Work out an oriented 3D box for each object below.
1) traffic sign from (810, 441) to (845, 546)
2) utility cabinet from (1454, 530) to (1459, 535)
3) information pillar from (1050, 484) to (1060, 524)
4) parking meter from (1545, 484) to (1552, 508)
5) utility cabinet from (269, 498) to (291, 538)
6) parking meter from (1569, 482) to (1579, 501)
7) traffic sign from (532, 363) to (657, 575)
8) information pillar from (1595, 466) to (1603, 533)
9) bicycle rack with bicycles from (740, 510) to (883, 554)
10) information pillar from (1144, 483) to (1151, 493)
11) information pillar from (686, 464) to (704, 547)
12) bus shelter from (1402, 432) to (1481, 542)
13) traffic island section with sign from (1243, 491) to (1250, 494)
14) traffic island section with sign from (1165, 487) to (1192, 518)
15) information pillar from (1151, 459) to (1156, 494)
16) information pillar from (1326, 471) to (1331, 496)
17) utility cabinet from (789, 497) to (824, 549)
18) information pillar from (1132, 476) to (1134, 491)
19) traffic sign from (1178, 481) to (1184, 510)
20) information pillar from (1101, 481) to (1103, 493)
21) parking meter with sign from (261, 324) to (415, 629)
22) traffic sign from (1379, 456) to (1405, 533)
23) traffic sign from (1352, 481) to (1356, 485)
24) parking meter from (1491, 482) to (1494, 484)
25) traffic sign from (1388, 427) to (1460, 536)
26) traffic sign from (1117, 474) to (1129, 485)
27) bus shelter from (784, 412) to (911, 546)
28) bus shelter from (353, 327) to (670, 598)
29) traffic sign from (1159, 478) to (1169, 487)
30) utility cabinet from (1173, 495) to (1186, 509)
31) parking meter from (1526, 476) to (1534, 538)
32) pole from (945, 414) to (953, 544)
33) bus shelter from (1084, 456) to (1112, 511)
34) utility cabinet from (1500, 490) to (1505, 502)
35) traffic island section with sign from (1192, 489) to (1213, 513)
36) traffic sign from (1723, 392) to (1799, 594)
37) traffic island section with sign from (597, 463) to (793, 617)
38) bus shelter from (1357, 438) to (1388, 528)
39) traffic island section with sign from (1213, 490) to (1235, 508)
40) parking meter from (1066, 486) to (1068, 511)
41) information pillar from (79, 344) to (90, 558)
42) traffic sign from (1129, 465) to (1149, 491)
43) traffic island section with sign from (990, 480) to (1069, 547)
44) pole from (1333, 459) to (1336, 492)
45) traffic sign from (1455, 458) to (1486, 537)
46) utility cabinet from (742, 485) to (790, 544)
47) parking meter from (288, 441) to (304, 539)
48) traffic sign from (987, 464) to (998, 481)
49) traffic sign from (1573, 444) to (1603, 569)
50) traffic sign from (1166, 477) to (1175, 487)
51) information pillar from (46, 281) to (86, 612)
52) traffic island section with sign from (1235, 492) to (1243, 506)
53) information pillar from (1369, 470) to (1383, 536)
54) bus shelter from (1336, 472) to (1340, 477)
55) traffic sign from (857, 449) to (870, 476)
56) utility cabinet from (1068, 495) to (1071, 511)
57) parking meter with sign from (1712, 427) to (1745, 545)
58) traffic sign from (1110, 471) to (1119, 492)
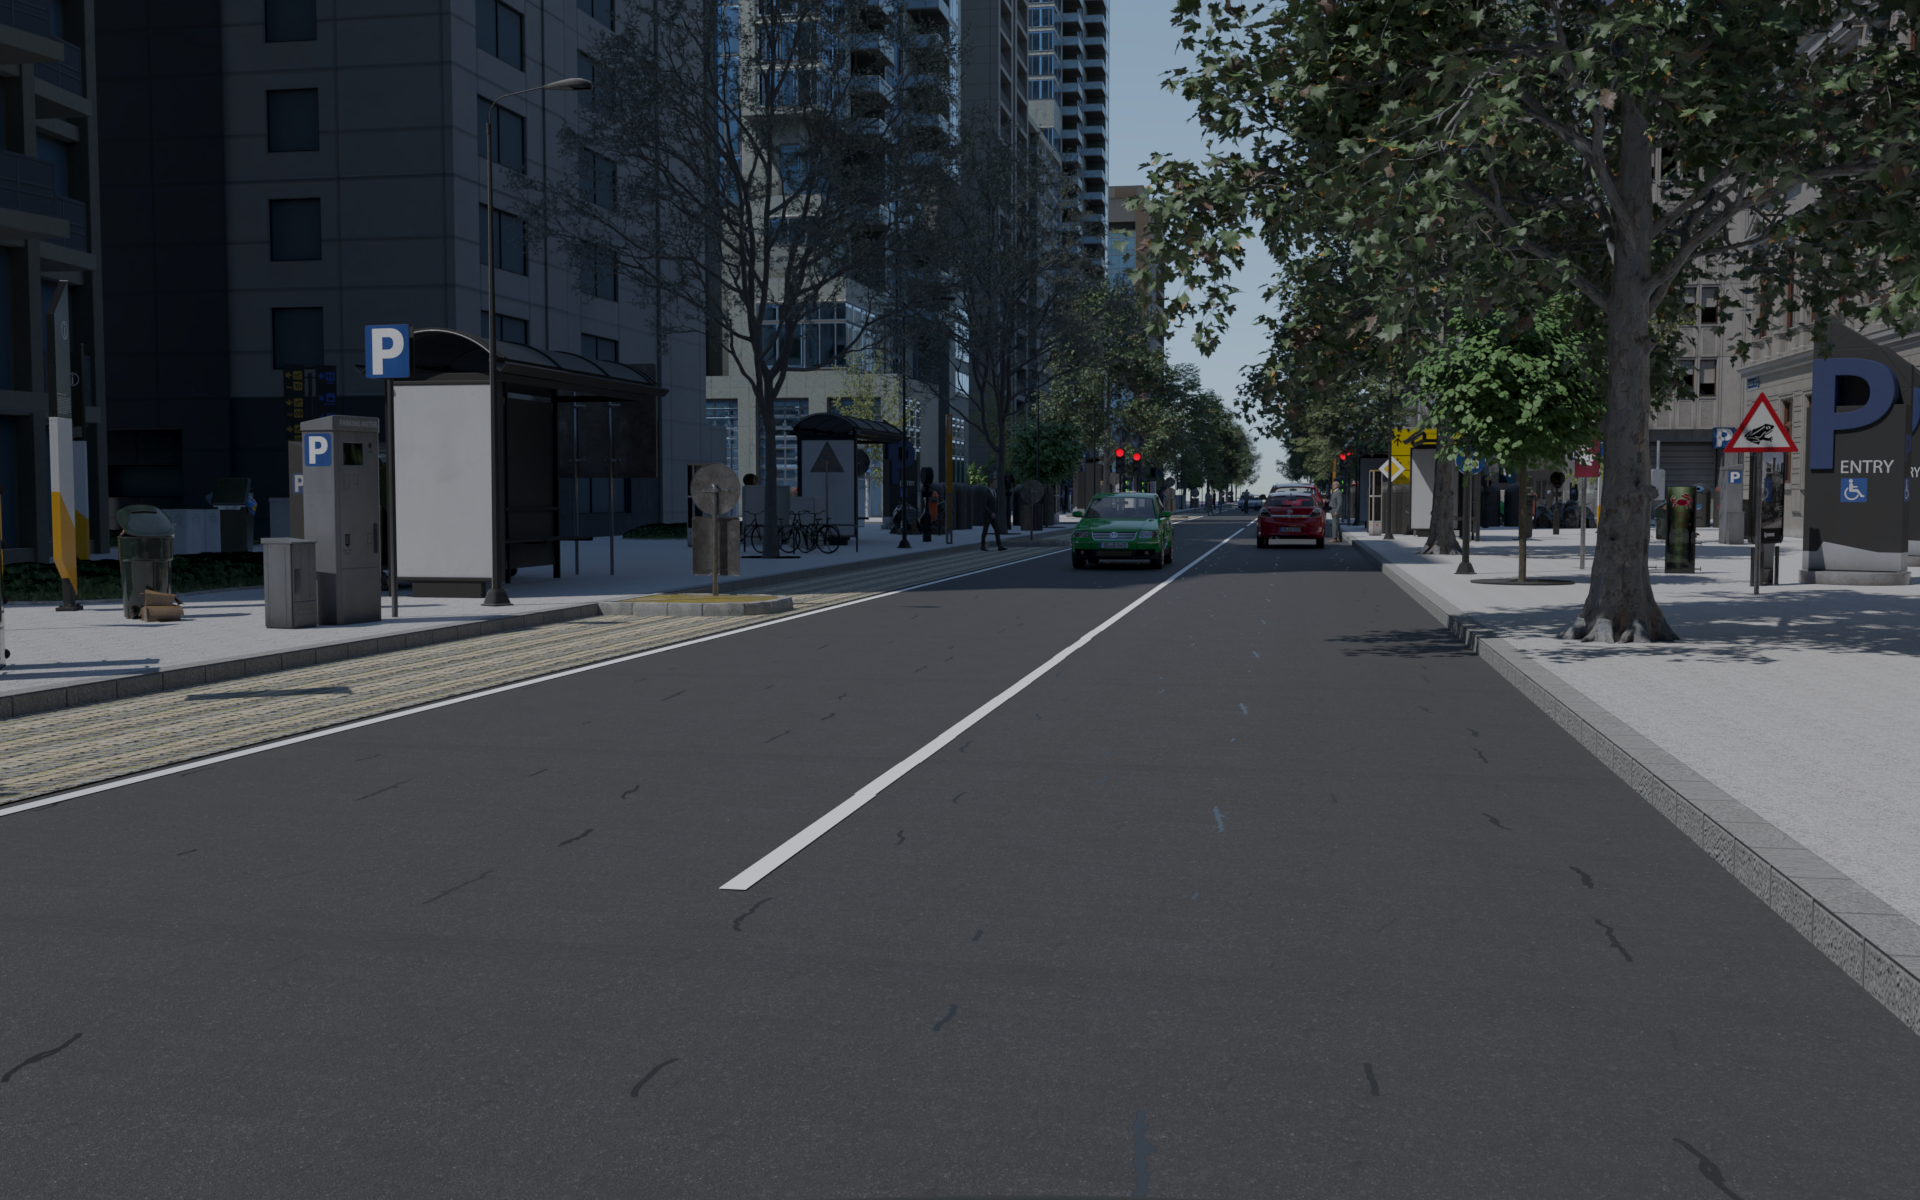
[{"bbox_3d":[-3.263,-2.601,42.536,0.884,2.594,0.081,1,4,14],"label":"traffic sign"},{"bbox_3d":[15.705,-2.676,54.912,0.306,1.237,1.020,1,4,14],"label":"utility cabinet"},{"bbox_3d":[4.012,-4.205,73.252,0.304,2.012,0.304,2,4,29],"label":"information pillar"},{"bbox_3d":[33.989,-5.770,100.052,0.399,1.863,0.255,1,4,14],"label":"parking meter"},{"bbox_3d":[-10.995,-1.064,28.550,1.020,1.237,0.306,3,5,42],"label":"utility cabinet"},{"bbox_3d":[30.272,-4.875,85.410,0.399,1.863,0.255,2,4,27],"label":"parking meter"},{"bbox_3d":[-5.801,-2.051,27.401,2.265,3.308,0.079,1,4,20],"label":"traffic sign"},{"bbox_3d":[21.138,-4.009,56.905,0.504,3.616,0.183,-2,4,-34],"label":"information pillar"},{"bbox_3d":[-3.503,-1.507,38.028,2.852,0.926,2.925,-3,5,-42],"label":"bicycle rack with bicycles"},{"bbox_3d":[11.913,-6.460,110.115,0.304,2.012,0.304,3,5,41],"label":"information pillar"},{"bbox_3d":[-6.422,-2.296,42.039,0.304,2.012,0.304,-3,5,-39],"label":"information pillar"},{"bbox_3d":[13.690,-3.369,49.009,2.014,3.302,5.546,1,4,11],"label":"bus shelter"},{"bbox_3d":[42.320,-15.241,257.824,1.989,1.847,2.006,1,4,11],"label":"traffic island section with sign"},{"bbox_3d":[12.448,-5.721,102.173,1.989,1.847,2.006,1,4,11],"label":"traffic island section with sign"},{"bbox_3d":[12.370,-7.314,110.936,0.183,3.616,0.504,-2,4,-31],"label":"information pillar"},{"bbox_3d":[31.277,-9.522,147.042,0.183,3.616,0.504,-3,5,-40],"label":"information pillar"},{"bbox_3d":[-3.621,-1.823,40.974,0.306,1.237,1.020,-3,5,-40],"label":"utility cabinet"},{"bbox_3d":[11.502,-7.578,115.248,0.183,3.616,0.504,1,4,11],"label":"information pillar"},{"bbox_3d":[17.857,-8.477,140.729,0.606,2.300,0.079,1,4,17],"label":"traffic sign"},{"bbox_3d":[8.091,-5.694,97.585,0.304,2.012,0.304,0,4,-7],"label":"information pillar"},{"bbox_3d":[-6.159,-1.278,17.163,0.543,3.016,1.738,1,4,20],"label":"parking meter with sign"},{"bbox_3d":[13.048,-3.132,52.389,0.795,2.450,0.064,1,4,12],"label":"traffic sign"},{"bbox_3d":[22.418,-6.097,99.688,0.884,2.594,0.081,1,4,14],"label":"traffic sign"},{"bbox_3d":[23.145,-4.287,75.796,0.399,1.863,0.255,-2,4,-32],"label":"parking meter"},{"bbox_3d":[14.109,-3.578,52.373,2.265,3.308,0.079,1,4,14],"label":"traffic sign"},{"bbox_3d":[9.141,-5.927,97.019,0.768,2.556,0.104,1,4,14],"label":"traffic sign"},{"bbox_3d":[-2.867,-3.165,45.664,2.014,3.302,5.546,1,4,11],"label":"bus shelter"},{"bbox_3d":[-5.917,-1.828,23.813,2.014,3.302,5.546,1,4,11],"label":"bus shelter"},{"bbox_3d":[14.722,-7.692,125.763,0.884,2.594,0.081,1,4,14],"label":"traffic sign"},{"bbox_3d":[18.729,-8.361,147.867,1.020,1.237,0.306,1,4,21],"label":"utility cabinet"},{"bbox_3d":[16.605,-2.757,50.796,0.255,1.863,0.399,-1,4,-13],"label":"parking meter"},{"bbox_3d":[-0.281,-3.091,44.381,0.158,3.312,0.155,0,3,0],"label":"pole"},{"bbox_3d":[8.733,-7.164,108.407,1.731,3.624,6.357,1,4,11],"label":"bus shelter"},{"bbox_3d":[30.945,-5.552,99.452,1.173,1.500,0.318,0,4,3],"label":"utility cabinet"},{"bbox_3d":[17.526,-7.341,128.648,1.989,1.847,2.006,1,4,11],"label":"traffic island section with sign"},{"bbox_3d":[10.242,-1.357,22.199,0.884,2.594,0.081,1,4,16],"label":"traffic sign"},{"bbox_3d":[-3.123,-0.763,21.104,1.989,1.847,2.006,1,4,11],"label":"traffic island section with sign"},{"bbox_3d":[15.182,-4.171,62.113,2.014,3.302,5.546,1,4,11],"label":"bus shelter"},{"bbox_3d":[26.866,-10.315,177.282,1.989,1.847,2.006,1,4,11],"label":"traffic island section with sign"},{"bbox_3d":[7.717,-7.406,126.794,0.399,1.863,0.255,2,4,26],"label":"parking meter"},{"bbox_3d":[-13.893,-2.185,27.082,0.504,3.616,0.183,0,4,-2],"label":"information pillar"},{"bbox_3d":[12.365,-7.929,123.513,2.265,3.308,0.079,1,4,20],"label":"traffic sign"},{"bbox_3d":[1.965,-2.382,47.576,1.989,1.847,2.006,1,4,11],"label":"traffic island section with sign"},{"bbox_3d":[21.481,-6.456,99.406,0.158,3.312,0.155,0,3,0],"label":"pole"},{"bbox_3d":[13.421,-2.783,45.600,0.768,2.556,0.104,1,4,13],"label":"traffic sign"},{"bbox_3d":[-4.920,-2.154,43.900,1.173,1.500,0.318,-2,4,-24],"label":"utility cabinet"},{"bbox_3d":[-7.216,-0.828,19.243,0.399,1.863,0.255,2,4,27],"label":"parking meter"},{"bbox_3d":[1.498,-4.487,73.468,0.768,2.556,0.104,1,4,17],"label":"traffic sign"},{"bbox_3d":[10.606,-1.794,29.439,0.768,2.556,0.104,1,4,16],"label":"traffic sign"},{"bbox_3d":[15.572,-7.854,128.524,0.768,2.556,0.104,1,4,16],"label":"traffic sign"},{"bbox_3d":[-9.791,-1.684,18.880,0.183,3.616,0.504,-1,4,-10],"label":"information pillar"},{"bbox_3d":[31.982,-11.943,203.897,1.989,1.847,2.006,1,4,11],"label":"traffic island section with sign"},{"bbox_3d":[12.769,-2.980,53.208,0.304,2.012,0.304,-1,4,-11],"label":"information pillar"},{"bbox_3d":[32.923,-9.378,147.255,2.014,3.302,5.546,1,4,11],"label":"bus shelter"},{"bbox_3d":[-2.923,-2.993,49.034,0.768,2.556,0.104,1,4,15],"label":"traffic sign"},{"bbox_3d":[7.989,-7.120,127.569,0.306,1.237,1.020,0,4,7],"label":"utility cabinet"},{"bbox_3d":[19.779,-2.948,44.453,0.543,3.016,1.738,1,4,10],"label":"parking meter with sign"},{"bbox_3d":[8.726,-5.960,97.547,0.768,2.556,0.104,1,4,14],"label":"traffic sign"}]
